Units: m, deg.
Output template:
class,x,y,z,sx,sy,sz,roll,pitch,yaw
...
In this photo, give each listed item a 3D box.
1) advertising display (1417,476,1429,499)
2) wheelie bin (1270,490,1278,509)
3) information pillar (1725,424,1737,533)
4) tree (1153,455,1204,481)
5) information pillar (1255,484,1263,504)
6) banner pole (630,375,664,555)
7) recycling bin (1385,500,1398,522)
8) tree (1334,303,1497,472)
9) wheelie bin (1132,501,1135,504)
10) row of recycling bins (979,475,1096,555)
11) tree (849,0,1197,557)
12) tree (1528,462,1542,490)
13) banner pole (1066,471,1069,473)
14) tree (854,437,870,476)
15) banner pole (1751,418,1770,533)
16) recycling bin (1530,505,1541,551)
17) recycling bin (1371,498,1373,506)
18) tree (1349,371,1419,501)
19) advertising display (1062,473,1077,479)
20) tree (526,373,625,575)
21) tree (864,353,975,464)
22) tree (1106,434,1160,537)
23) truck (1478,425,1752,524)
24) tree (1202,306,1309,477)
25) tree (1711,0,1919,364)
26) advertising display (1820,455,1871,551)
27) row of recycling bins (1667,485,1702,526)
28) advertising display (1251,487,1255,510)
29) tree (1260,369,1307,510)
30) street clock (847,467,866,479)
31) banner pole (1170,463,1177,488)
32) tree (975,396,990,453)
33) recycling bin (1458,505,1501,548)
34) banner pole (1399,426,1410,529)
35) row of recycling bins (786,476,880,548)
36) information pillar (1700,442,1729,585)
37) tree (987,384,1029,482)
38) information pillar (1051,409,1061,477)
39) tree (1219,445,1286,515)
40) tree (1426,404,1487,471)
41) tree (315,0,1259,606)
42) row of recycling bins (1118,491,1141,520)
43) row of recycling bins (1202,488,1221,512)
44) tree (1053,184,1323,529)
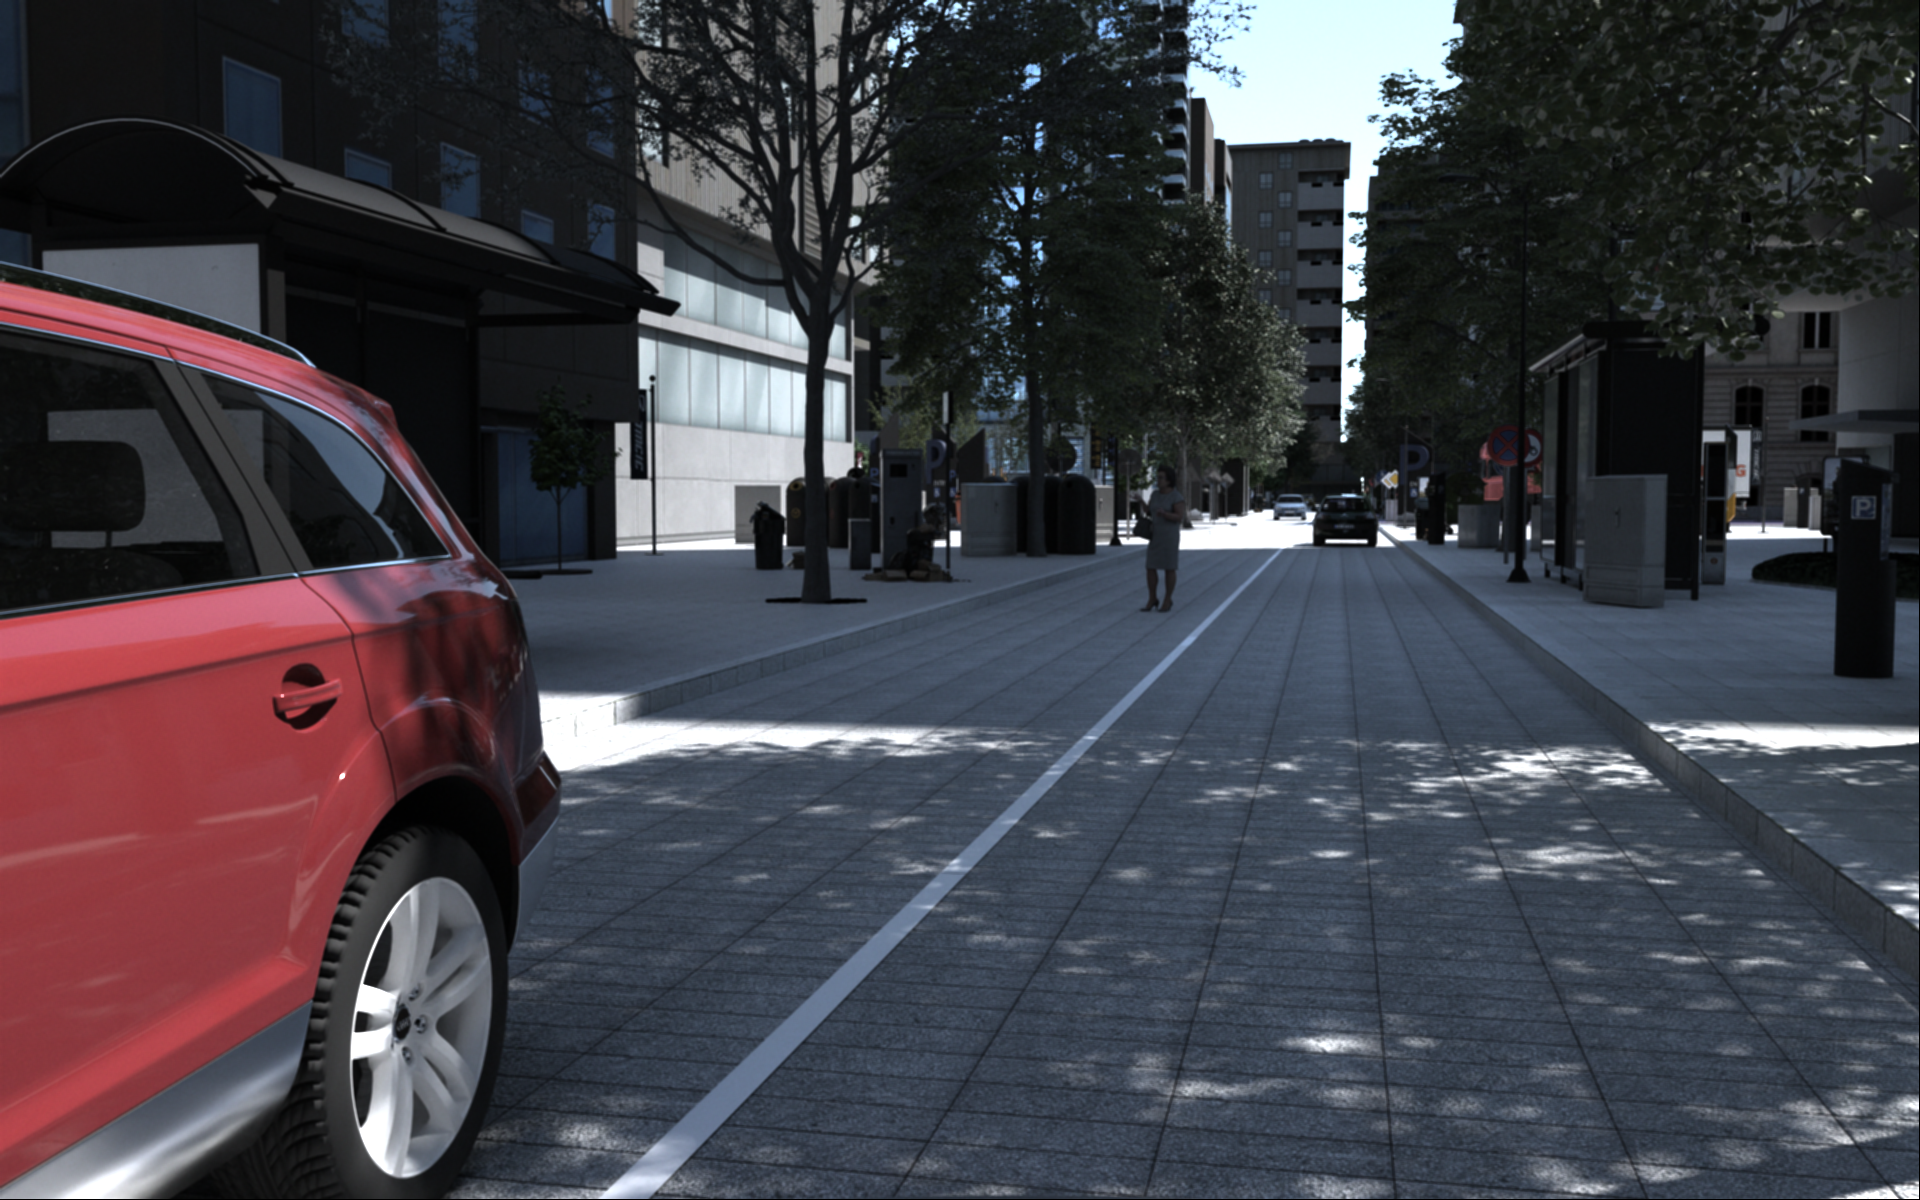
class,x,y,z,sx,sy,sz,roll,pitch,yaw
advertising display,17.036,-3.519,62.742,0.974,1.923,0.123,-1,4,-8
wheelie bin,26.887,-8.592,148.395,0.693,1.594,0.980,0,4,3
information pillar,25.508,-4.039,57.391,0.183,3.616,0.504,-1,4,-18
tree,12.780,-7.269,102.560,4.285,4.588,4.351,0,3,0
information pillar,21.786,-7.425,125.891,0.304,2.012,0.304,-2,4,-27
banner pole,-6.624,-2.838,36.417,0.401,3.779,0.863,3,5,39
recycling bin,19.959,-4.092,79.456,0.722,1.027,0.722,2,4,28
tree,22.289,-9.086,82.960,7.601,10.594,8.767,0,4,-4
wheelie bin,15.432,-8.977,154.684,0.693,1.594,0.980,-2,4,-31
row of recycling bins,1.644,-1.889,37.994,1.069,1.692,3.534,-3,5,-40
tree,1.245,-7.137,34.824,7.486,12.596,7.792,0,3,0
tree,23.091,-4.459,67.503,1.663,3.219,1.824,0,3,0
banner pole,6.206,-6.720,99.885,0.401,3.779,0.863,0,4,-8
tree,-5.900,-6.953,97.400,4.285,4.588,4.351,0,3,0
banner pole,26.381,-4.105,57.131,0.401,3.779,0.863,-1,4,-17
recycling bin,13.315,-1.609,38.855,0.722,1.027,0.722,-2,4,-24
recycling bin,29.376,-6.775,123.331,0.722,1.027,0.722,2,4,28
tree,24.401,-9.102,99.179,4.360,8.622,3.978,0,3,0
advertising display,3.265,-2.986,54.040,0.974,1.923,0.123,-3,4,-36
tree,-6.474,-2.027,27.747,1.663,3.219,1.824,0,3,0
tree,-2.429,-8.402,87.729,4.737,8.622,4.395,0,3,0
tree,5.017,-3.498,51.798,1.663,3.219,1.824,0,3,0
truck,26.936,-5.130,72.789,11.283,4.237,2.839,1,4,13
tree,18.945,-12.919,117.885,9.857,13.997,8.962,0,3,0
tree,5.232,-5.497,8.009,7.486,12.596,7.792,0,3,0
advertising display,14.670,-1.438,28.728,0.123,1.923,0.974,-1,4,-13
row of recycling bins,23.189,-3.099,57.786,1.069,1.692,3.534,-2,4,-32
advertising display,23.275,-8.099,137.637,0.123,1.923,0.974,0,4,-4
tree,24.823,-13.238,142.200,9.928,11.665,9.643,0,3,0
street clock,-2.811,-2.597,47.026,0.471,2.002,0.358,-1,4,-22
banner pole,10.013,-5.530,80.432,0.863,3.779,0.401,1,4,12
tree,0.368,-10.484,121.779,4.737,8.622,4.395,0,3,0
recycling bin,12.424,-1.768,41.465,0.722,1.027,0.722,-2,4,-26
banner pole,16.439,-4.520,63.920,0.401,3.779,0.863,1,4,13
row of recycling bins,-3.009,-2.118,41.747,1.069,1.692,3.534,-3,4,-39
information pillar,10.693,-1.227,24.557,0.304,2.012,0.304,1,4,18
tree,3.598,-10.190,116.962,4.360,8.622,3.978,0,3,0
information pillar,2.609,-3.425,47.351,0.183,3.616,0.504,-1,4,-22
tree,17.439,-7.544,107.056,4.285,4.588,4.351,0,3,0
tree,33.076,-10.115,115.738,4.737,8.622,4.395,0,3,0
tree,-1.725,-6.719,20.221,12.009,13.543,11.850,0,3,0
row of recycling bins,7.796,-4.839,86.222,3.534,1.692,1.069,1,4,19
row of recycling bins,17.619,-7.029,122.039,1.069,1.692,3.534,-3,5,-45
tree,8.260,-9.027,64.597,9.611,12.733,9.660,0,3,0
